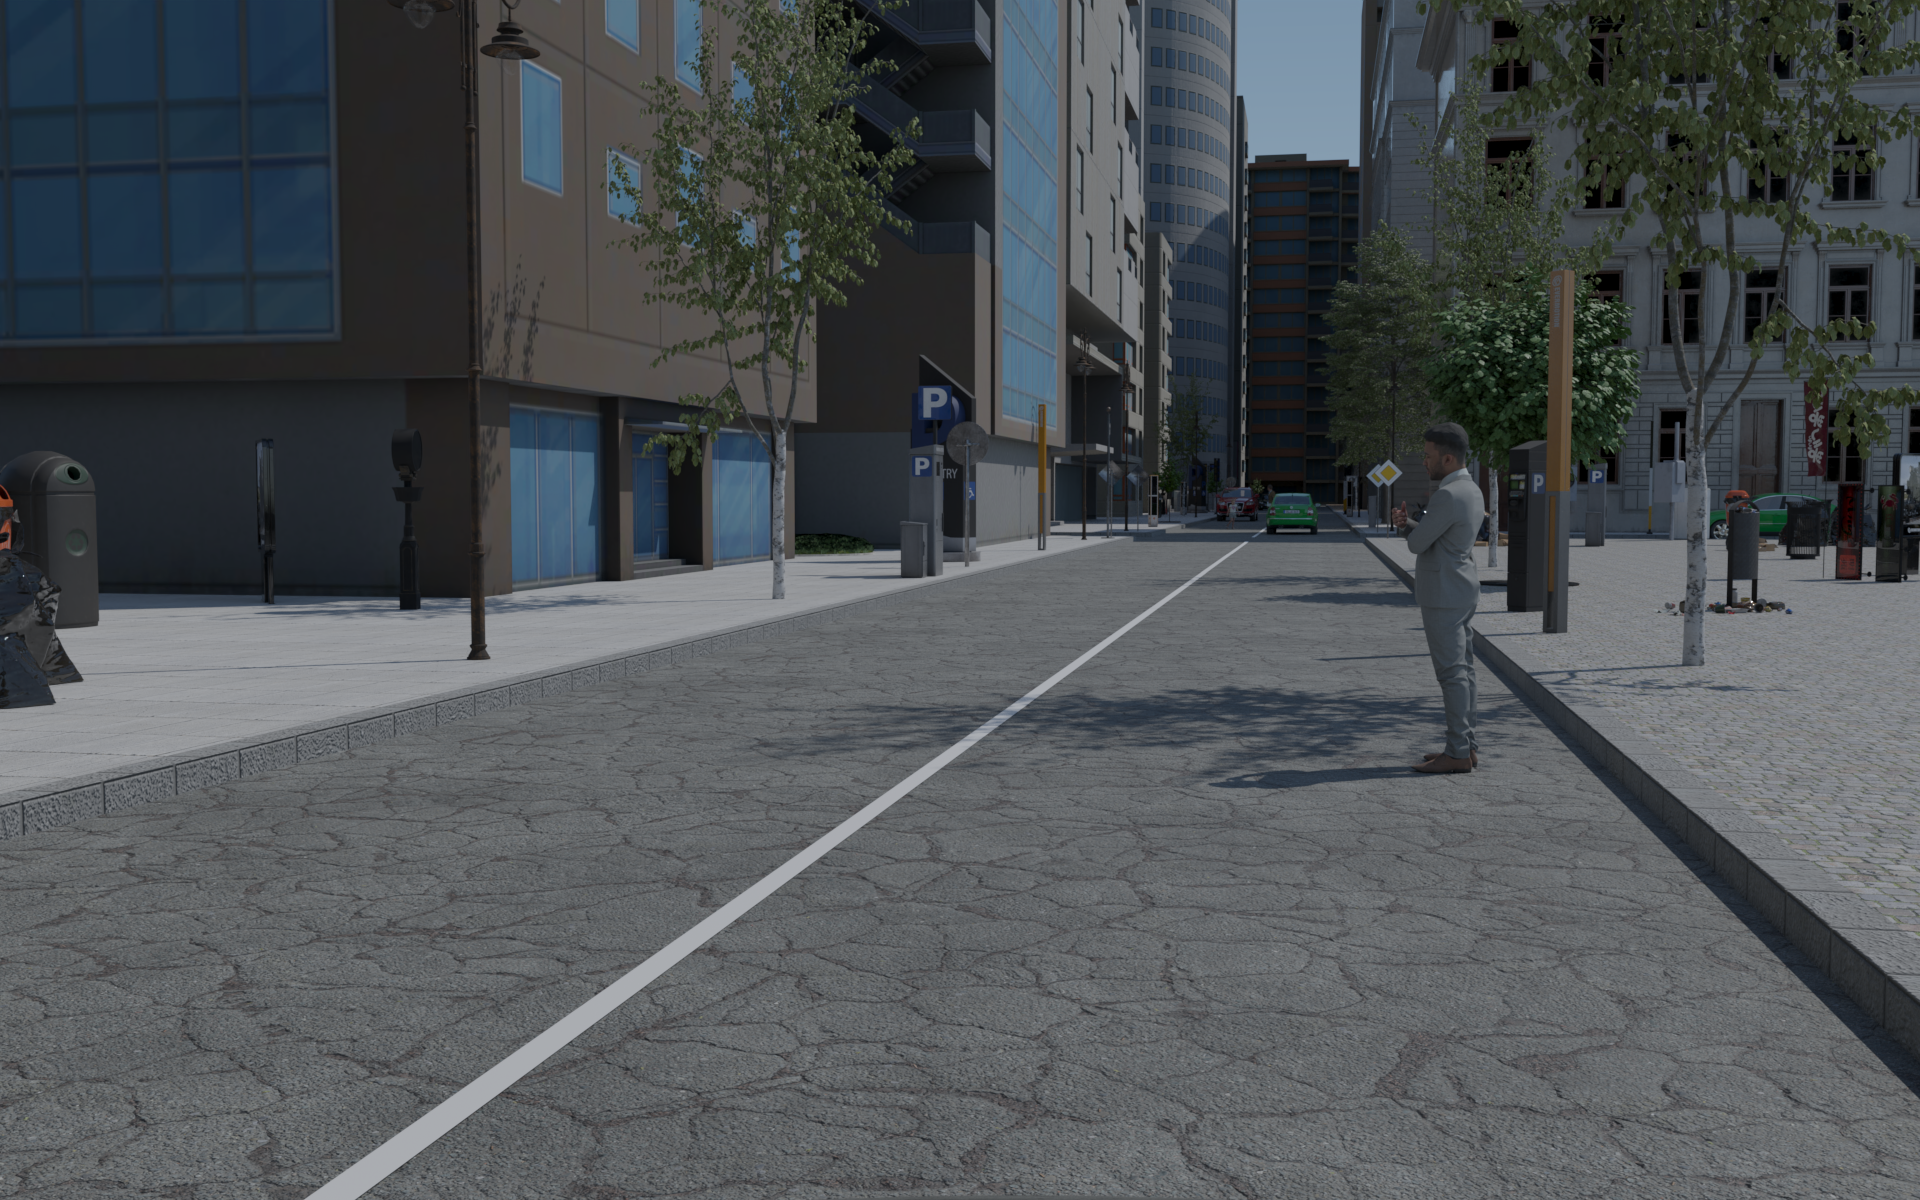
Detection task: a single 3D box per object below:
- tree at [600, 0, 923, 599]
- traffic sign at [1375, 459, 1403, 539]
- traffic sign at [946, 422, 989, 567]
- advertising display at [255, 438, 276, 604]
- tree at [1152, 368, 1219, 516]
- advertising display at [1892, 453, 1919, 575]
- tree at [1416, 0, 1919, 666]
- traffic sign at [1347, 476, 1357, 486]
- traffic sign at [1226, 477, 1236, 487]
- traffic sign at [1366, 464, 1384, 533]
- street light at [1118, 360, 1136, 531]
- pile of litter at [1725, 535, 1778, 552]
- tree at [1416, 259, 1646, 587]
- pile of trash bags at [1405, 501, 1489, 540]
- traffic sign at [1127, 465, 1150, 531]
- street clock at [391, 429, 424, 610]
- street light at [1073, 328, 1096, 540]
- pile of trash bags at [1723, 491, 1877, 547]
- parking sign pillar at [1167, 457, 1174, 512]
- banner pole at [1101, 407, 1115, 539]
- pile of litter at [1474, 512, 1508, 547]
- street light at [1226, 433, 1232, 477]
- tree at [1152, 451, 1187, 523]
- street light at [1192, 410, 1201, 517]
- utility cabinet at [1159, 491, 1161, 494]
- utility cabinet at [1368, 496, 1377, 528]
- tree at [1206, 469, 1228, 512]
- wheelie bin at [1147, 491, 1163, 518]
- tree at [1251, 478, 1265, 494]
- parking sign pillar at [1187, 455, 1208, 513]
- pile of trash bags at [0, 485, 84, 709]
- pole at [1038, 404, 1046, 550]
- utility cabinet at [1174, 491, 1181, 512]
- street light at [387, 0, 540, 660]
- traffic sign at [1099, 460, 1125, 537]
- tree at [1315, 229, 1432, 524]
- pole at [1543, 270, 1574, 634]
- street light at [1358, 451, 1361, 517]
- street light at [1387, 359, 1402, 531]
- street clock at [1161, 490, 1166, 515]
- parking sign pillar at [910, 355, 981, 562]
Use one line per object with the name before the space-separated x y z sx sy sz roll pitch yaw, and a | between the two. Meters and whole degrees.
tree | -2.291 -4.330 21.153 4.737 8.622 4.395 0 3 0
traffic sign | 12.339 -2.831 49.922 0.795 2.450 0.064 1 4 11
traffic sign | 0.123 -1.859 30.501 0.768 2.556 0.104 1 4 12
advertising display | -8.220 -0.936 20.513 0.123 1.923 0.974 -2 4 -27
tree | 13.208 -9.280 102.096 4.737 8.622 4.395 0 3 0
advertising display | 15.106 -1.363 27.502 0.974 1.923 0.123 -2 4 -33
tree | 5.393 -3.802 12.527 4.737 8.622 4.395 0 3 0
traffic sign | 22.159 -5.860 97.934 0.606 2.300 0.079 1 4 19
traffic sign | 20.005 -7.820 127.969 0.768 2.556 0.104 1 4 14
traffic sign | 13.936 -3.309 57.746 0.795 2.450 0.064 1 4 11
street light | 5.769 -5.328 59.900 0.468 5.910 1.993 1 4 11
pile of litter | 17.941 -1.546 39.235 1.719 0.858 1.176 -3 5 -44
tree | 8.096 -2.495 24.506 4.285 4.588 4.351 0 3 0
pile of trash bags | 14.127 -2.313 47.566 3.447 1.369 1.912 -1 4 -9
traffic sign | 6.107 -3.408 59.359 0.795 2.450 0.064 1 4 11
street clock | -6.114 -0.895 19.203 0.358 2.002 0.471 0 4 -3
street light | 3.471 -4.617 48.277 0.468 5.910 1.993 1 4 11
pile of trash bags | 20.818 -2.033 42.999 3.447 1.369 1.912 1 4 22
parking sign pillar | 14.930 -8.407 125.922 1.447 3.967 1.447 -1 4 -20
banner pole | 4.315 -3.680 50.191 0.401 3.779 0.863 1 4 10
pile of litter | 13.195 -1.767 42.856 1.719 0.858 1.176 -1 4 -15
street light | 20.166 -9.608 129.881 0.468 5.910 1.993 1 4 11
tree | 9.321 -5.105 78.063 1.663 3.219 1.824 0 3 0
street light | 12.964 -7.474 94.991 0.468 5.910 1.993 1 4 11
utility cabinet | 15.132 -7.641 133.602 1.173 1.500 0.318 -1 4 -18
utility cabinet | 15.912 -3.407 66.862 0.306 1.237 1.020 1 4 13
tree | 17.785 -7.807 122.245 1.663 3.219 1.824 0 3 0
wheelie bin | 10.453 -5.206 93.019 0.693 1.594 0.980 2 4 25
tree | 34.181 -12.499 198.967 1.663 3.219 1.824 0 3 0
parking sign pillar | 15.886 -7.796 115.941 1.447 3.967 1.447 -2 4 -34
pile of trash bags | -6.823 -0.104 11.459 1.912 1.369 3.447 -1 4 -18
pole | 1.867 -2.784 39.366 0.158 3.312 0.155 0 3 0
utility cabinet | 15.660 -6.989 122.951 0.318 1.500 1.173 3 5 43
street light | -3.737 -2.476 13.267 0.468 5.910 1.993 1 4 11
traffic sign | 4.510 -2.929 51.534 0.795 2.450 0.064 1 4 11
tree | 18.796 -9.584 74.828 7.486 12.596 7.792 0 3 0
pole | 5.506 -1.351 15.928 0.158 3.312 0.155 0 3 0
street light | 21.998 -7.493 95.299 0.468 5.910 1.993 1 4 11
street light | 14.845 -5.294 59.338 0.468 5.910 1.993 1 4 11
street clock | 12.568 -6.277 107.197 0.358 2.002 0.471 -1 4 -19
parking sign pillar | -0.323 -2.731 33.123 1.447 3.967 1.447 3 4 38
